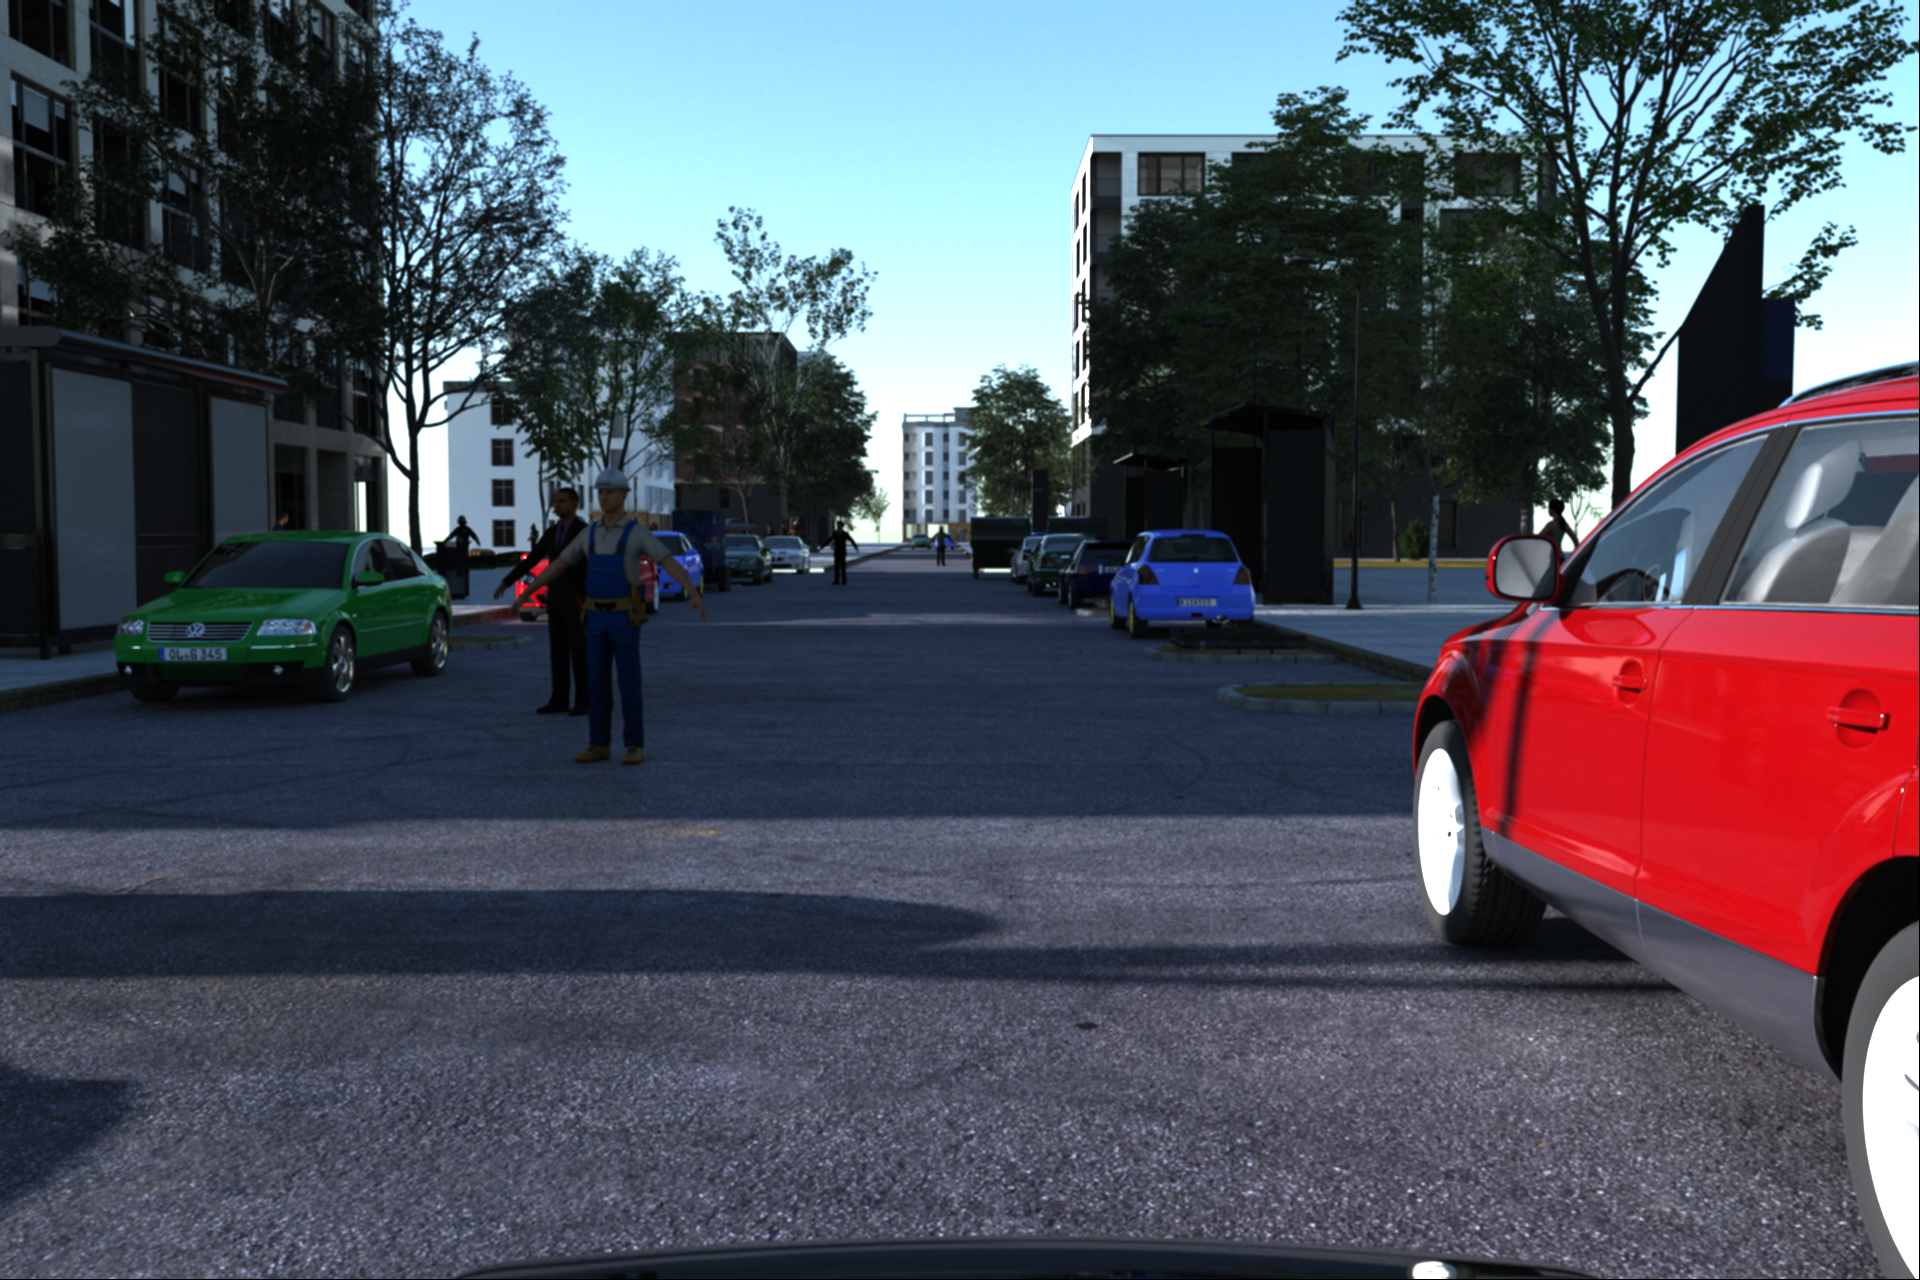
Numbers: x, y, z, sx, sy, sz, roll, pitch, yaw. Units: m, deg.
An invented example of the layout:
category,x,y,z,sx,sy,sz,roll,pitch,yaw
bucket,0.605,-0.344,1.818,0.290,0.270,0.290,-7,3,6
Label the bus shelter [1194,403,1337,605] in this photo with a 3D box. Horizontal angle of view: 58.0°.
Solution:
category,x,y,z,sx,sy,sz,roll,pitch,yaw
bus shelter,5.923,-2.623,34.163,1.731,3.624,6.357,0,4,-1

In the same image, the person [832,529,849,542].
category,x,y,z,sx,sy,sz,roll,pitch,yaw
person,-5.869,-4.796,84.377,0.705,1.833,1.349,2,4,31

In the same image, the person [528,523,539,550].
category,x,y,z,sx,sy,sz,roll,pitch,yaw
person,-22.846,-5.314,92.662,0.705,1.856,1.354,0,4,0

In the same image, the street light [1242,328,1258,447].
category,x,y,z,sx,sy,sz,roll,pitch,yaw
street light,7.026,-4.007,38.050,1.470,5.913,1.316,0,4,0

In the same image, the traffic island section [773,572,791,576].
category,x,y,z,sx,sy,sz,roll,pitch,yaw
traffic island section,-6.914,-2.291,60.317,1.991,0.108,1.994,0,3,0

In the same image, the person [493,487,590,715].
category,x,y,z,sx,sy,sz,roll,pitch,yaw
person,-3.138,-0.313,13.795,1.346,1.802,0.704,2,4,28

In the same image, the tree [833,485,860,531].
category,x,y,z,sx,sy,sz,roll,pitch,yaw
tree,-11.086,-12.979,162.573,4.737,8.622,4.395,0,3,0

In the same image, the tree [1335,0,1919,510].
category,x,y,z,sx,sy,sz,roll,pitch,yaw
tree,8.812,-5.952,23.064,9.928,11.665,9.643,0,3,0

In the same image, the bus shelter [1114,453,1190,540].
category,x,y,z,sx,sy,sz,roll,pitch,yaw
bus shelter,5.864,-3.794,53.319,1.731,3.624,6.357,0,3,0

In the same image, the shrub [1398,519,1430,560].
category,x,y,z,sx,sy,sz,roll,pitch,yaw
shrub,22.321,-4.944,84.872,1.661,2.075,1.752,0,3,0

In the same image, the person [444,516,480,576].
category,x,y,z,sx,sy,sz,roll,pitch,yaw
person,-15.242,-2.883,53.001,0.704,1.845,1.351,3,5,42

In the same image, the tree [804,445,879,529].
category,x,y,z,sx,sy,sz,roll,pitch,yaw
tree,-10.674,-13.447,154.267,7.601,10.594,8.767,3,5,42

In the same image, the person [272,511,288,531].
category,x,y,z,sx,sy,sz,roll,pitch,yaw
person,-12.603,-1.542,32.169,0.530,1.710,0.541,0,4,5

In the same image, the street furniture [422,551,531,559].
category,x,y,z,sx,sy,sz,roll,pitch,yaw
street furniture,-19.909,-4.012,81.221,10.072,0.657,5.734,2,4,25

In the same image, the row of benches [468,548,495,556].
category,x,y,z,sx,sy,sz,roll,pitch,yaw
row of benches,-20.567,-3.603,74.369,1.422,0.672,4.104,-1,4,-22

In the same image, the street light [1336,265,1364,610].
category,x,y,z,sx,sy,sz,roll,pitch,yaw
street light,7.249,-3.470,29.283,1.470,5.913,1.316,0,4,-1

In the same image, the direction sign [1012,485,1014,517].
category,x,y,z,sx,sy,sz,roll,pitch,yaw
direction sign,2.483,-5.453,81.151,0.379,3.537,0.876,0,4,-2

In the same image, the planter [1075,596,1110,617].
category,x,y,z,sx,sy,sz,roll,pitch,yaw
planter,3.077,-0.597,30.901,1.991,0.319,1.994,0,4,-1

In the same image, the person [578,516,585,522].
category,x,y,z,sx,sy,sz,roll,pitch,yaw
person,-7.201,-1.475,33.043,1.216,1.772,0.721,-3,4,-38

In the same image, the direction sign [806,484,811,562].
category,x,y,z,sx,sy,sz,roll,pitch,yaw
direction sign,-6.933,-5.300,78.647,0.379,3.537,0.876,0,3,0

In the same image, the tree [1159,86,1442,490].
category,x,y,z,sx,sy,sz,roll,pitch,yaw
tree,8.704,-7.725,44.423,7.486,12.596,7.792,0,3,0

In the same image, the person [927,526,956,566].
category,x,y,z,sx,sy,sz,roll,pitch,yaw
person,-0.843,-4.241,77.922,1.348,1.813,0.705,-1,4,-19

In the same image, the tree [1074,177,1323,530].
category,x,y,z,sx,sy,sz,roll,pitch,yaw
tree,8.584,-9.517,62.262,9.857,13.997,8.962,0,3,0

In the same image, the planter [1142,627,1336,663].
category,x,y,z,sx,sy,sz,roll,pitch,yaw
planter,3.164,0.058,20.199,1.991,0.319,1.994,0,4,-1

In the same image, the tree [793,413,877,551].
category,x,y,z,sx,sy,sz,roll,pitch,yaw
tree,-10.197,-12.224,134.281,8.767,10.594,7.601,3,4,37

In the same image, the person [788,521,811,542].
category,x,y,z,sx,sy,sz,roll,pitch,yaw
person,-7.212,-4.317,76.350,1.354,1.858,0.705,0,4,2

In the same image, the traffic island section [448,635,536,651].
category,x,y,z,sx,sy,sz,roll,pitch,yaw
traffic island section,-6.548,0.043,22.170,1.991,0.108,1.994,0,4,0

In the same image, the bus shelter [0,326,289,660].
category,x,y,z,sx,sy,sz,roll,pitch,yaw
bus shelter,-10.095,-2.526,18.929,2.179,5.291,8.768,0,4,0

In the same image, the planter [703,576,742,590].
category,x,y,z,sx,sy,sz,roll,pitch,yaw
planter,-6.798,-1.497,45.620,1.991,0.319,1.994,0,4,-1

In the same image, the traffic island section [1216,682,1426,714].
category,x,y,z,sx,sy,sz,roll,pitch,yaw
traffic island section,3.235,0.494,14.783,1.991,0.108,1.994,0,4,0

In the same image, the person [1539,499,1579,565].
category,x,y,z,sx,sy,sz,roll,pitch,yaw
person,7.685,-0.966,22.598,1.217,1.737,0.721,-2,4,-31

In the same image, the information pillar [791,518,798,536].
category,x,y,z,sx,sy,sz,roll,pitch,yaw
information pillar,-7.378,-4.445,77.171,0.304,2.012,0.304,0,4,1

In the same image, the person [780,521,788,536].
category,x,y,z,sx,sy,sz,roll,pitch,yaw
person,-6.927,-3.821,68.615,0.704,1.812,1.346,0,4,-1

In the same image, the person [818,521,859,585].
category,x,y,z,sx,sy,sz,roll,pitch,yaw
person,-3.398,-2.458,48.834,1.347,1.806,0.705,2,4,28

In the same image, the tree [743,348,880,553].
category,x,y,z,sx,sy,sz,roll,pitch,yaw
tree,-10.178,-13.063,120.242,9.857,13.997,8.962,0,3,0

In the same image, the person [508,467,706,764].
category,x,y,z,sx,sy,sz,roll,pitch,yaw
person,-2.183,-0.156,10.861,1.347,1.847,0.705,1,4,16

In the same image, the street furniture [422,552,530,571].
category,x,y,z,sx,sy,sz,roll,pitch,yaw
street furniture,-17.270,-3.049,65.472,5.734,0.657,10.072,0,4,1

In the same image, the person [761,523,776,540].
category,x,y,z,sx,sy,sz,roll,pitch,yaw
person,-9.458,-4.892,85.914,0.705,1.837,1.347,-3,5,-42

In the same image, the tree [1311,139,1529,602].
category,x,y,z,sx,sy,sz,roll,pitch,yaw
tree,9.008,-5.025,32.518,4.360,8.622,3.978,0,3,0

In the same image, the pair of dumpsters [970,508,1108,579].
category,x,y,z,sx,sy,sz,roll,pitch,yaw
pair of dumpsters,2.528,-3.099,55.626,4.436,2.255,1.574,0,3,0

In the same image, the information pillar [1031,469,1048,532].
category,x,y,z,sx,sy,sz,roll,pitch,yaw
information pillar,3.191,-4.891,69.353,0.750,3.857,0.750,0,4,-1

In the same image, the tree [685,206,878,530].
category,x,y,z,sx,sy,sz,roll,pitch,yaw
tree,-11.981,-15.104,102.837,12.611,20.169,13.585,0,3,0
